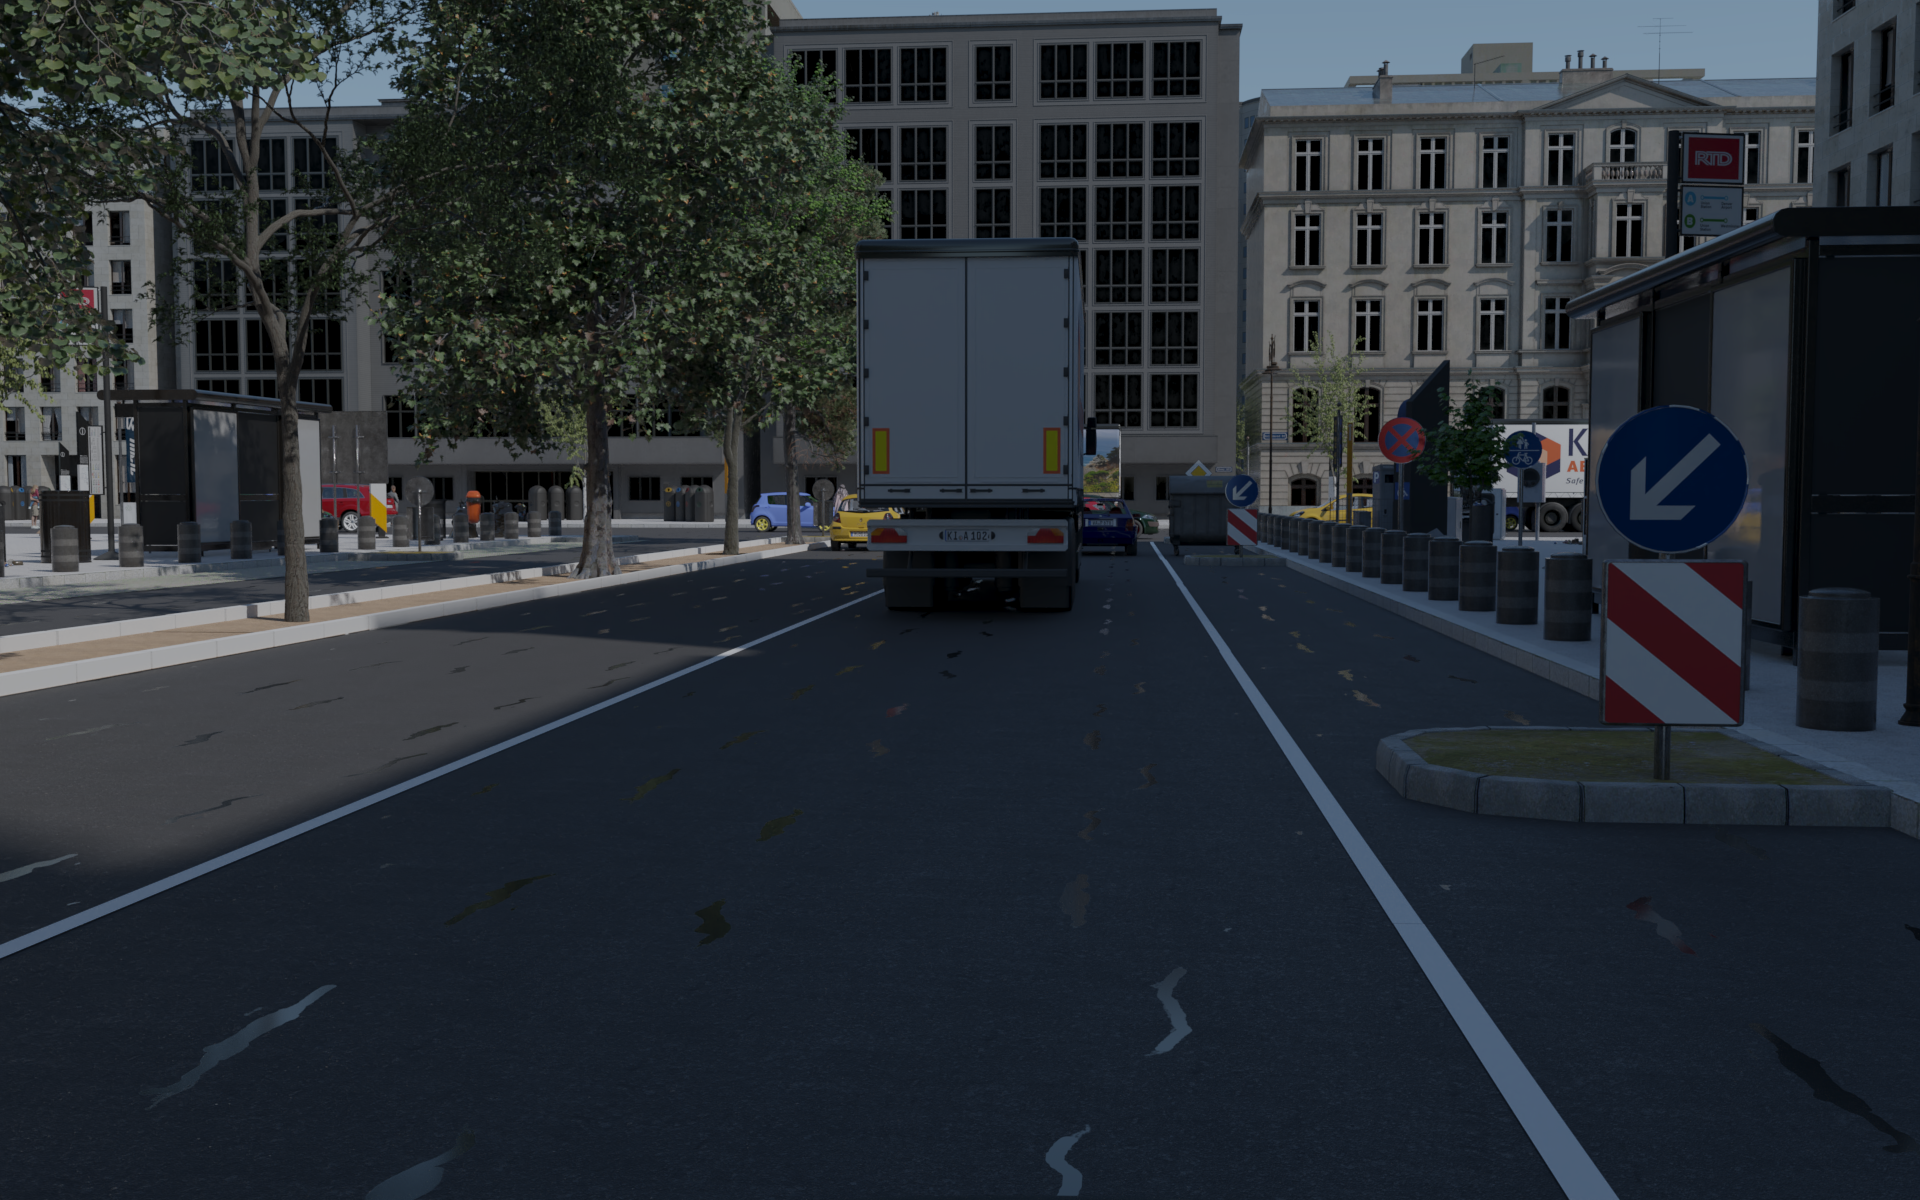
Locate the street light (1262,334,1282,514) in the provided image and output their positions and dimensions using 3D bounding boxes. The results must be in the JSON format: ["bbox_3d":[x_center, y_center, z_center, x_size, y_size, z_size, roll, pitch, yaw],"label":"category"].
[{"bbox_3d":[9.000,-4.729,50.114,0.468,5.910,1.993,0,4,5],"label":"street light"}]

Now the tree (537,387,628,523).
[{"bbox_3d":[-17.135,-7.792,77.757,4.737,8.622,4.395,0,3,0],"label":"tree"}]

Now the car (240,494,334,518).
[{"bbox_3d":[-24.141,-2.956,60.130,4.920,1.459,2.131,0,4,3],"label":"car"}]

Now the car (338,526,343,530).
[{"bbox_3d":[-26.555,-3.479,68.888,4.499,1.417,2.014,0,4,4],"label":"car"}]

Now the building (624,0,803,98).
[{"bbox_3d":[-25.669,-32.484,154.821,21.300,48.544,21.600,0,4,5],"label":"building"}]

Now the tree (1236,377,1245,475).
[{"bbox_3d":[15.803,-9.305,102.502,4.360,8.622,3.978,0,3,0],"label":"tree"}]

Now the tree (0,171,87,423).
[{"bbox_3d":[-21.037,-5.312,37.214,4.737,8.622,4.395,0,3,0],"label":"tree"}]

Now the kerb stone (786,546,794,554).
[{"bbox_3d":[-4.167,-1.166,41.259,0.120,0.150,1.000,0,4,5],"label":"kerb stone"}]

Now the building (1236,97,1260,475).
[{"bbox_3d":[52.298,-43.296,249.880,28.212,58.520,21.231,0,4,5],"label":"building"}]

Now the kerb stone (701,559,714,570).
[{"bbox_3d":[-4.910,-0.655,33.043,0.120,0.150,1.000,0,4,5],"label":"kerb stone"}]

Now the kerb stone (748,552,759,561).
[{"bbox_3d":[-4.534,-0.915,37.150,0.120,0.150,1.000,0,4,5],"label":"kerb stone"}]

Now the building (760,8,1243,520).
[{"bbox_3d":[2.253,-18.207,91.188,24.014,27.812,14.314,0,4,5],"label":"building"}]

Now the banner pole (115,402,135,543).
[{"bbox_3d":[-22.103,-3.428,46.059,0.401,3.779,0.863,2,4,30],"label":"banner pole"}]

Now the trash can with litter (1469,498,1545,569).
[{"bbox_3d":[9.299,-1.172,30.220,1.678,1.210,2.233,-2,4,-28],"label":"trash can with litter"}]

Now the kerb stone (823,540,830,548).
[{"bbox_3d":[-3.694,-1.479,46.377,0.120,0.150,1.000,0,4,5],"label":"kerb stone"}]

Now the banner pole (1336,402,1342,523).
[{"bbox_3d":[10.269,-3.489,47.059,0.401,3.779,0.863,1,4,14],"label":"banner pole"}]

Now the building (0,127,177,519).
[{"bbox_3d":[-49.444,-14.665,94.518,16.860,20.320,10.420,0,4,5],"label":"building"}]

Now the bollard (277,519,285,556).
[{"bbox_3d":[-14.059,-1.314,36.202,0.404,0.777,0.398,0,3,0],"label":"bollard"}]

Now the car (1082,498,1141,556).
[{"bbox_3d":[3.384,-1.782,41.713,1.945,1.354,3.894,0,4,5],"label":"car"}]

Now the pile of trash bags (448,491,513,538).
[{"bbox_3d":[-14.038,-2.498,50.590,1.912,1.369,3.447,-1,4,-10],"label":"pile of trash bags"}]

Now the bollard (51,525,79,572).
[{"bbox_3d":[-14.762,-0.847,28.564,0.404,0.777,0.398,0,3,0],"label":"bollard"}]

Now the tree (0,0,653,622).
[{"bbox_3d":[-7.350,-5.046,19.374,8.767,10.594,7.601,0,4,5],"label":"tree"}]

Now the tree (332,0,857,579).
[{"bbox_3d":[-6.126,-6.708,29.139,9.611,12.733,9.660,0,3,0],"label":"tree"}]

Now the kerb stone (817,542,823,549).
[{"bbox_3d":[-3.793,-1.415,45.355,0.120,0.150,1.000,0,4,5],"label":"kerb stone"}]

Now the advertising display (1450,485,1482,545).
[{"bbox_3d":[12.749,-2.353,43.686,0.974,1.923,0.123,-2,4,-28],"label":"advertising display"}]

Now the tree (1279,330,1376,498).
[{"bbox_3d":[16.554,-7.743,76.953,4.737,8.622,4.395,0,3,0],"label":"tree"}]

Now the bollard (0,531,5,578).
[{"bbox_3d":[-14.939,-0.730,26.653,0.404,0.777,0.398,0,3,0],"label":"bollard"}]

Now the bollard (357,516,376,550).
[{"bbox_3d":[-13.711,-1.547,40.010,0.404,0.777,0.398,0,3,0],"label":"bollard"}]

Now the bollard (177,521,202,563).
[{"bbox_3d":[-14.413,-1.081,32.389,0.404,0.777,0.398,0,3,0],"label":"bollard"}]

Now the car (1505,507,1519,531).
[{"bbox_3d":[20.356,-3.614,68.681,3.694,1.707,1.945,0,4,6],"label":"car"}]

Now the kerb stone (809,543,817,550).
[{"bbox_3d":[-3.882,-1.354,44.328,0.120,0.150,1.000,0,4,5],"label":"kerb stone"}]

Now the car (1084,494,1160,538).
[{"bbox_3d":[4.286,-2.796,55.509,4.222,1.686,2.009,0,4,5],"label":"car"}]

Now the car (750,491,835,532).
[{"bbox_3d":[-6.062,-3.420,65.501,3.694,1.707,1.945,0,4,5],"label":"car"}]

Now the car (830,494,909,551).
[{"bbox_3d":[-2.264,-2.122,44.922,2.015,1.641,3.980,0,4,6],"label":"car"}]

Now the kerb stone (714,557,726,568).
[{"bbox_3d":[-4.824,-0.726,34.064,0.120,0.150,1.000,0,4,5],"label":"kerb stone"}]

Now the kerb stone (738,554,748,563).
[{"bbox_3d":[-4.639,-0.849,36.120,0.120,0.150,1.000,0,4,5],"label":"kerb stone"}]

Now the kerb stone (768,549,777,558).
[{"bbox_3d":[-4.354,-1.041,39.217,0.120,0.150,1.000,0,4,5],"label":"kerb stone"}]

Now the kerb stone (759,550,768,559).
[{"bbox_3d":[-4.446,-0.977,38.177,0.120,0.150,1.000,0,4,5],"label":"kerb stone"}]

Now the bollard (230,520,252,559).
[{"bbox_3d":[-14.237,-1.198,34.298,0.404,0.777,0.398,0,3,0],"label":"bollard"}]

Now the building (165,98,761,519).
[{"bbox_3d":[-25.259,-16.785,93.506,30.058,24.678,14.314,0,4,5],"label":"building"}]

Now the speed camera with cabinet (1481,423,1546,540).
[{"bbox_3d":[15.217,-3.299,48.268,2.038,3.252,0.660,2,4,28],"label":"speed camera with cabinet"}]

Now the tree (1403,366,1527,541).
[{"bbox_3d":[7.792,-1.945,26.402,1.663,3.219,1.824,0,3,0],"label":"tree"}]

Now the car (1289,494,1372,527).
[{"bbox_3d":[13.515,-3.106,61.003,3.980,1.641,2.015,0,4,7],"label":"car"}]

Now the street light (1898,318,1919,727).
[{"bbox_3d":[5.314,-2.242,9.445,0.468,5.910,1.993,0,4,5],"label":"street light"}]

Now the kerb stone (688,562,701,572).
[{"bbox_3d":[-5.007,-0.601,32.022,0.120,0.150,1.000,0,4,5],"label":"kerb stone"}]

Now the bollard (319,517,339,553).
[{"bbox_3d":[-13.885,-1.431,38.106,0.404,0.777,0.398,0,3,0],"label":"bollard"}]

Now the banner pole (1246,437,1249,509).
[{"bbox_3d":[12.611,-5.250,75.859,0.401,3.779,0.863,1,4,15],"label":"banner pole"}]

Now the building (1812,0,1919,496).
[{"bbox_3d":[23.331,-10.687,29.485,10.420,20.320,16.860,0,4,5],"label":"building"}]

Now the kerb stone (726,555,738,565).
[{"bbox_3d":[-4.729,-0.789,35.099,0.120,0.150,1.000,0,4,5],"label":"kerb stone"}]

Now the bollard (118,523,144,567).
[{"bbox_3d":[-14.587,-0.964,30.477,0.404,0.777,0.398,0,3,0],"label":"bollard"}]

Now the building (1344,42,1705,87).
[{"bbox_3d":[45.423,-28.253,153.813,32.217,40.220,23.993,0,4,5],"label":"building"}]

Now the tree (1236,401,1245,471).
[{"bbox_3d":[17.580,-10.059,114.825,4.737,8.622,4.395,0,3,0],"label":"tree"}]

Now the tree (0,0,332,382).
[{"bbox_3d":[-8.234,-6.201,10.502,9.857,13.997,8.962,0,3,0],"label":"tree"}]

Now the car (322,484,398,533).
[{"bbox_3d":[-23.965,-3.468,65.367,5.304,1.827,2.281,0,4,6],"label":"car"}]

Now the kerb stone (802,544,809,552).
[{"bbox_3d":[-3.975,-1.288,43.299,0.120,0.150,1.000,0,4,5],"label":"kerb stone"}]

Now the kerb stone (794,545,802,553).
[{"bbox_3d":[-4.069,-1.228,42.279,0.120,0.150,1.000,0,4,5],"label":"kerb stone"}]

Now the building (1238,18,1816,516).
[{"bbox_3d":[32.117,-16.470,88.374,34.723,24.649,14.460,0,4,5],"label":"building"}]

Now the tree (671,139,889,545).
[{"bbox_3d":[-4.775,-7.593,48.655,6.751,12.117,7.091,0,3,0],"label":"tree"}]

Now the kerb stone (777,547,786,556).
[{"bbox_3d":[-4.252,-1.103,40.237,0.120,0.150,1.000,0,4,5],"label":"kerb stone"}]

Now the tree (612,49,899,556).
[{"bbox_3d":[-5.266,-6.845,40.127,9.928,11.665,9.643,0,3,0],"label":"tree"}]
